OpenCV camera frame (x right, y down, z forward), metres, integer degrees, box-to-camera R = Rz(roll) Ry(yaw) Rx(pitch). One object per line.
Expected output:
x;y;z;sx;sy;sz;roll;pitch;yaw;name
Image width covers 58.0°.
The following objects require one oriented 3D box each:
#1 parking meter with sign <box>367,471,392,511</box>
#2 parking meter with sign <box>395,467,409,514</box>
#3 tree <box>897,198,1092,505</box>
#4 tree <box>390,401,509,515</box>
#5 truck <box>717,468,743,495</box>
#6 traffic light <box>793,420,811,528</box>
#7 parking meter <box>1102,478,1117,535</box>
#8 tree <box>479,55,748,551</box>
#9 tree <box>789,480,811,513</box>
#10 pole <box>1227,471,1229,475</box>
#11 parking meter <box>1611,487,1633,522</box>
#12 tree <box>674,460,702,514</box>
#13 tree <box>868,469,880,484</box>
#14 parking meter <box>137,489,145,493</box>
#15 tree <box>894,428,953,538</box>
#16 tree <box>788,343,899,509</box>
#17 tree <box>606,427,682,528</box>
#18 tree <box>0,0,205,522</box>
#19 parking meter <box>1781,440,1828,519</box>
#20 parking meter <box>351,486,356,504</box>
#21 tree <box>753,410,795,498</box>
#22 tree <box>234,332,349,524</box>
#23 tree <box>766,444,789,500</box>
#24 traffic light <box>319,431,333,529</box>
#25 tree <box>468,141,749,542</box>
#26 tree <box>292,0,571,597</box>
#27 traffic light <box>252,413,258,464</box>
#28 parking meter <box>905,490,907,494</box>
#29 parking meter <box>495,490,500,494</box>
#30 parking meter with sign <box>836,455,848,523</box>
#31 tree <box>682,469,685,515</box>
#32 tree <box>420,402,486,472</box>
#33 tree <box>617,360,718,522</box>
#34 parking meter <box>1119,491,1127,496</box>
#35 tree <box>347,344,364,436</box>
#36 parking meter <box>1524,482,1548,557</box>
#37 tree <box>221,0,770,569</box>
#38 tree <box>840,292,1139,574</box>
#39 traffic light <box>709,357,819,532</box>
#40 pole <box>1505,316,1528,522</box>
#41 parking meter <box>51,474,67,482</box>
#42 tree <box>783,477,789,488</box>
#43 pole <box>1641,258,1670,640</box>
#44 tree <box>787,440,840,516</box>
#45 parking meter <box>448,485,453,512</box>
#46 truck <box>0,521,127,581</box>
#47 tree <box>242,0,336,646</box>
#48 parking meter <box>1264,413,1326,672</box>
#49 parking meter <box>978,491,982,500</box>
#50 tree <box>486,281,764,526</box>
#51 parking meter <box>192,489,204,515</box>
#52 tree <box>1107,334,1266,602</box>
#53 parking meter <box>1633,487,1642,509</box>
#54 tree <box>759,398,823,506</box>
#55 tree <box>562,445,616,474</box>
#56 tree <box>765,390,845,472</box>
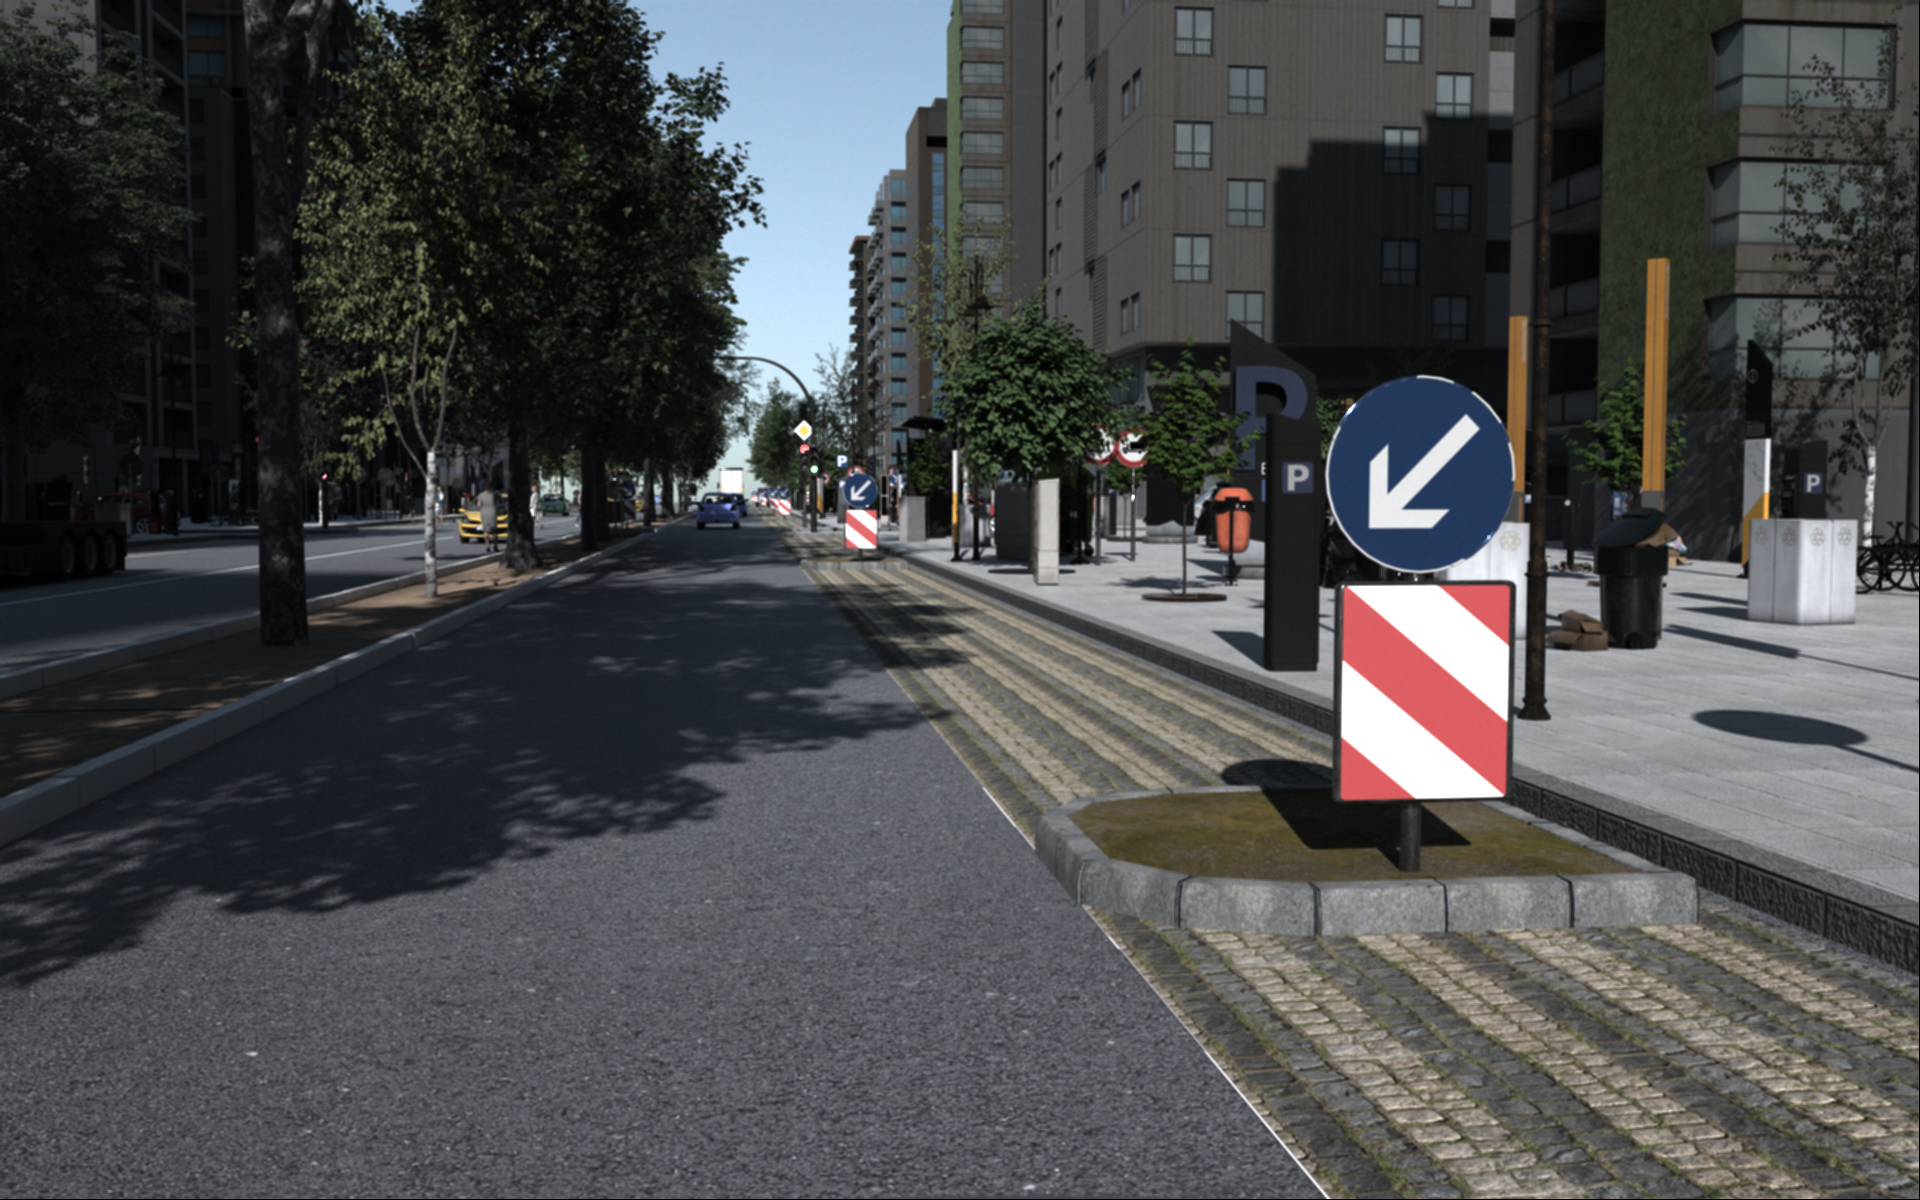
-42.909;-8.059;128.028;1.738;3.016;0.543;-1;4;-16;parking meter with sign
-35.748;-7.031;111.224;0.543;3.016;1.738;-2;4;-34;parking meter with sign
0.352;-5.746;44.314;4.737;8.622;4.395;0;3;0;tree
-30.568;-10.356;103.734;7.601;10.594;8.767;-1;4;-9;tree
-25.254;-12.348;190.795;2.839;4.237;11.283;-1;4;-9;truck
-5.924;-4.698;65.740;0.839;4.253;0.868;0;4;-7;traffic light
4.660;-2.953;53.996;0.399;1.863;0.255;-1;4;-16;parking meter
-9.169;-7.472;42.754;7.486;12.596;7.792;0;3;0;tree
-10.605;-7.705;120.575;1.663;3.219;1.824;0;3;0;tree
11.712;-4.983;75.319;0.158;3.312;0.155;0;3;0;pole
12.324;-1.460;32.277;0.372;1.533;0.369;0;3;0;parking meter
-20.374;-10.583;125.853;4.360;8.622;3.978;0;3;0;tree
-5.880;-7.491;117.081;1.663;3.219;1.824;0;3;0;tree
-38.364;-4.447;81.118;0.372;1.533;0.369;0;3;0;parking meter
-0.823;-3.417;50.468;1.663;3.219;1.824;0;3;0;tree
-5.349;-8.188;84.232;4.360;8.622;3.978;0;3;0;tree
-13.328;-7.026;67.690;4.737;8.622;4.395;0;3;0;tree
-24.264;-8.390;43.838;9.857;13.997;8.962;0;3;0;tree
9.157;-0.802;18.817;0.399;1.863;0.255;-1;4;-11;parking meter
-41.305;-6.877;118.142;0.399;1.863;0.255;3;5;40;parking meter
-25.380;-19.239;232.691;7.486;12.596;7.792;0;3;0;tree
-26.393;-7.211;68.259;4.360;8.622;3.978;0;3;0;tree
-19.601;-15.004;195.674;4.360;8.622;3.978;0;3;0;tree
-21.229;-5.452;63.814;4.771;5.953;1.251;0;4;-7;traffic light
-10.735;-8.699;51.338;9.857;13.997;8.962;0;3;0;tree
-7.398;-4.352;23.978;4.737;8.622;4.395;0;3;0;tree
-22.282;-4.078;55.595;0.839;4.253;0.868;0;4;-7;traffic light
-2.855;-5.152;92.653;0.372;1.533;0.369;0;3;0;parking meter
-32.614;-6.956;122.136;0.372;1.533;0.369;0;3;0;parking meter
-5.211;-4.909;76.524;0.543;3.016;1.738;0;4;-3;parking meter with sign
-18.124;-9.354;105.751;4.737;8.622;4.395;0;3;0;tree
-33.978;-13.106;124.649;12.009;13.543;11.850;0;3;0;tree
-15.799;-9.780;88.116;9.928;11.665;9.643;0;3;0;tree
6.887;-3.948;72.959;0.372;1.533;0.369;0;3;0;parking meter
-27.465;-7.579;74.282;4.360;8.622;3.978;0;3;0;tree
11.630;-1.639;35.206;0.372;1.533;0.369;0;3;0;parking meter
-8.486;-6.946;33.039;9.611;12.733;9.660;0;3;0;tree
1.114;-2.729;28.340;4.285;4.588;4.351;0;3;0;tree
-6.977;-5.061;57.414;4.771;5.953;1.251;0;4;-7;traffic light
6.415;-1.599;19.990;0.158;3.312;0.155;0;3;0;pole
-26.573;-2.777;51.122;0.255;1.863;0.399;2;4;30;parking meter
-16.862;-11.059;175.414;1.663;3.219;1.824;0;3;0;tree
6.063;-1.302;15.125;0.158;3.312;0.155;0;3;0;pole
-7.497;-7.289;102.892;4.285;4.588;4.351;0;3;0;tree
-33.843;-6.679;114.908;0.255;1.863;0.399;0;4;1;parking meter
-14.791;-1.955;21.715;2.967;4.110;18.799;-1;4;-9;truck
-5.081;-9.587;15.093;12.611;20.169;13.585;0;3;0;tree
2.430;-0.420;12.583;0.399;1.863;0.255;0;4;-3;parking meter
1.278;-6.616;116.589;0.372;1.533;0.369;0;3;0;parking meter
-13.916;-10.009;76.479;12.009;13.543;11.850;0;3;0;tree
-41.696;-5.271;94.588;0.372;1.533;0.369;0;3;0;parking meter
2.862;-1.612;20.957;1.663;3.219;1.824;0;3;0;tree
13.213;-1.696;33.446;0.399;1.863;0.255;2;4;23;parking meter
-17.928;-15.879;185.372;9.928;11.665;9.643;0;3;0;tree
-42.564;-16.108;197.780;8.767;10.594;7.601;-1;4;-17;tree
-13.924;-13.454;154.393;7.601;10.594;8.767;1;4;12;tree
